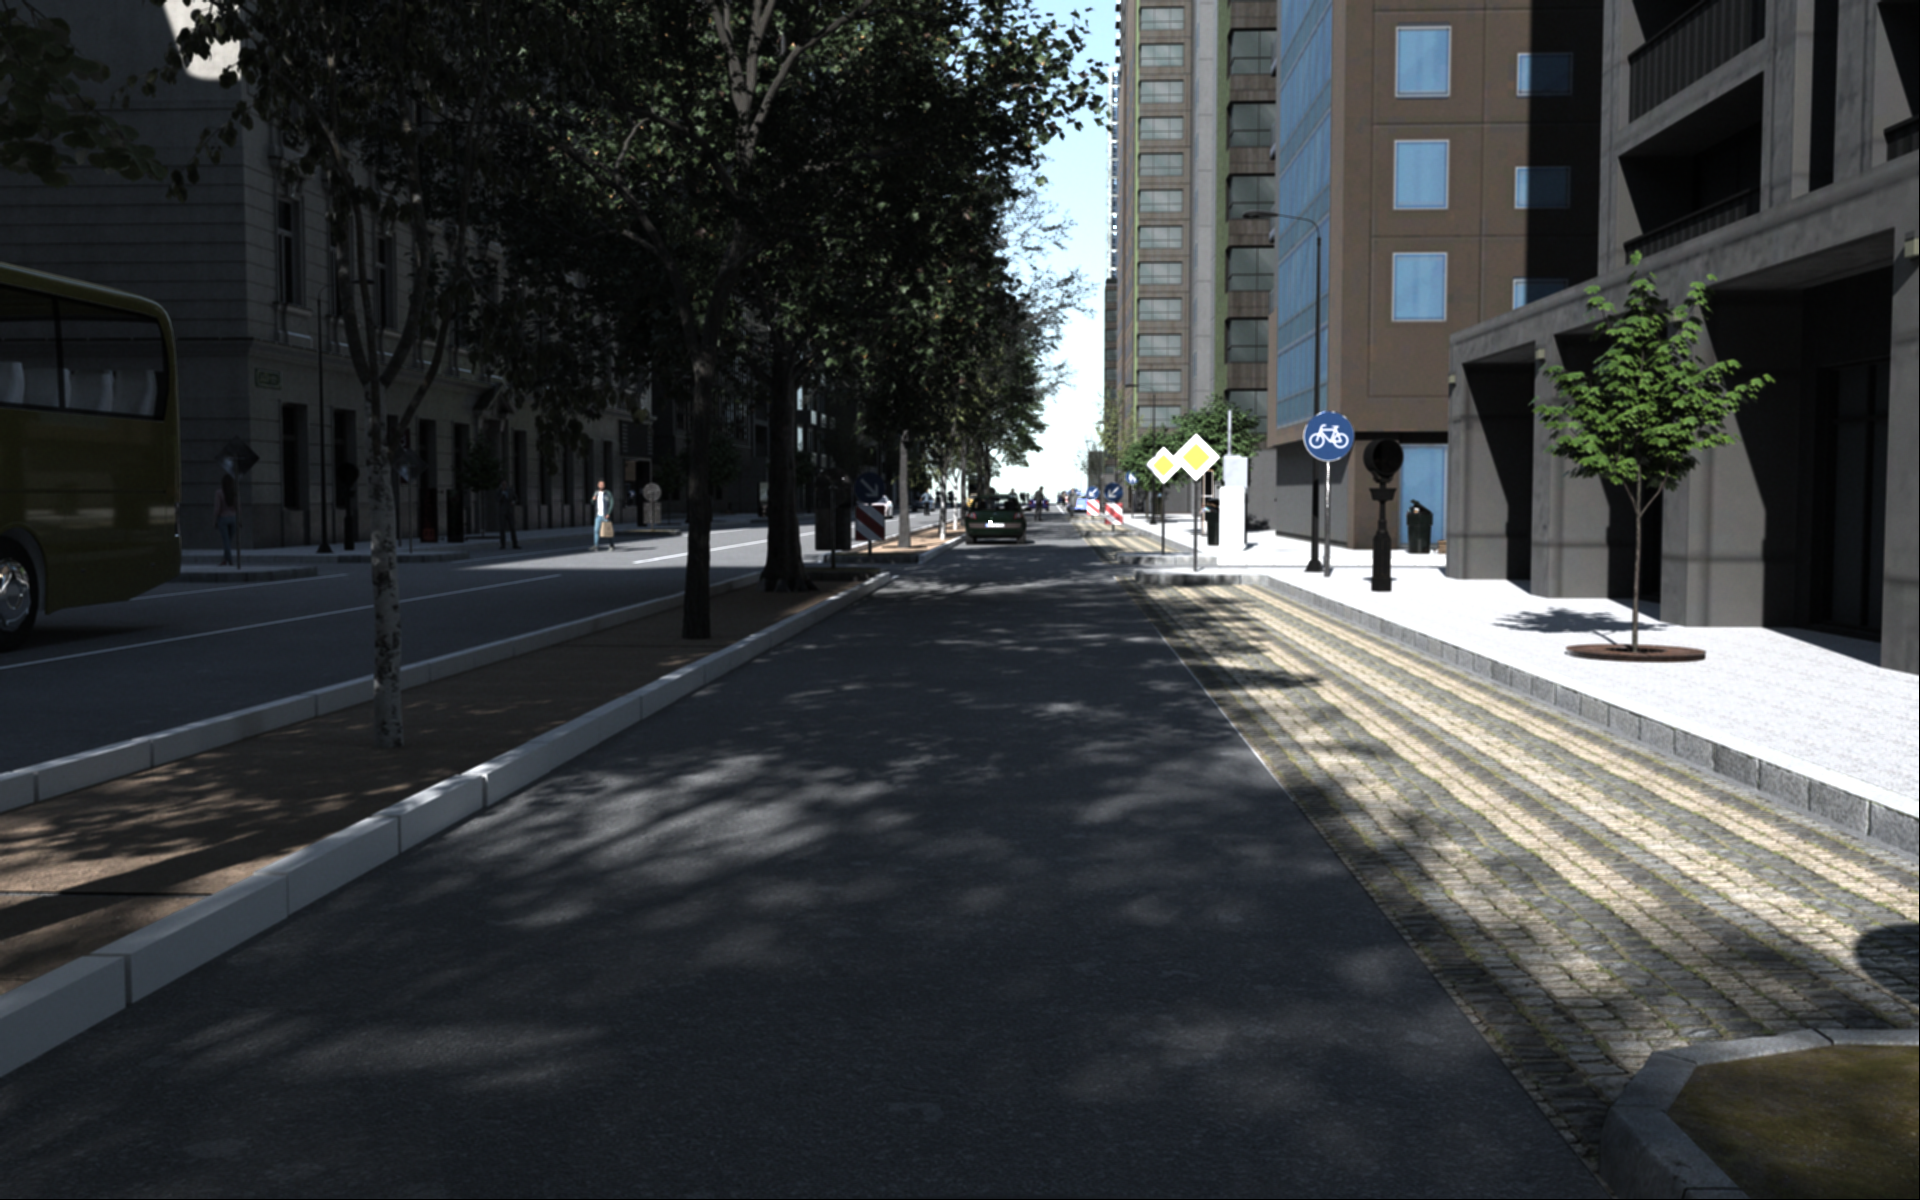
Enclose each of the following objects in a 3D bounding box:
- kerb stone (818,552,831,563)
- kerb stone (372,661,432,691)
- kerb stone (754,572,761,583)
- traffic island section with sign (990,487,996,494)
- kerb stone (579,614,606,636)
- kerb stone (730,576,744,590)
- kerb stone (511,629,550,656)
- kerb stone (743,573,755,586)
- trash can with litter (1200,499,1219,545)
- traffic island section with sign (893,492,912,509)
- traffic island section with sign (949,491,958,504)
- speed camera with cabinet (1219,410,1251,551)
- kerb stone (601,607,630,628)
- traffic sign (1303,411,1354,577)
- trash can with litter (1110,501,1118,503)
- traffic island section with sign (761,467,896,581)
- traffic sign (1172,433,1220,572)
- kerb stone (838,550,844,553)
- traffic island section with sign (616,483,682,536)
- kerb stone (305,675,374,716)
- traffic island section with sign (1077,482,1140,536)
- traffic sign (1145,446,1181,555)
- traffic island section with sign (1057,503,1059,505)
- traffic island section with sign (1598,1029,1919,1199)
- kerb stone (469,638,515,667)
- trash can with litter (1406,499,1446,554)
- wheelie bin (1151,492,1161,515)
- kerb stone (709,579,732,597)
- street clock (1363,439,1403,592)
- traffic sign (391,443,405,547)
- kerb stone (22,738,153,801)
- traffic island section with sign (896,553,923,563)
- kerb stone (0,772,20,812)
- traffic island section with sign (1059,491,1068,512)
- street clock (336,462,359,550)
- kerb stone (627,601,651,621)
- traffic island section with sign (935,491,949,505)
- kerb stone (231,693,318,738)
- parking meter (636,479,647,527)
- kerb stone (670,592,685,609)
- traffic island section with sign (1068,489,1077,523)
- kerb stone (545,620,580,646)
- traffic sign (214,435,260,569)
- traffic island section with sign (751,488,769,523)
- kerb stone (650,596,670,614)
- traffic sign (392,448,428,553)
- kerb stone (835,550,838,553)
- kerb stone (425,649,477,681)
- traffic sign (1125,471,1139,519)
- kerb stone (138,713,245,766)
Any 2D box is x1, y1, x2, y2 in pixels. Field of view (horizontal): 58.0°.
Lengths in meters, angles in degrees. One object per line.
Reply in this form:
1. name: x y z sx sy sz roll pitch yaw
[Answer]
1. kerb stone: -2.881 -0.889 36.734 0.120 0.150 1.000 0 4 3
2. kerb stone: -4.107 0.586 12.622 0.120 0.150 1.000 0 4 3
3. kerb stone: -3.333 -0.355 28.007 0.120 0.150 1.000 0 4 3
4. traffic island section with sign: 1.948 -6.333 111.673 2.006 1.907 1.989 0 4 3
5. kerb stone: -3.839 0.274 17.758 0.120 0.150 1.000 0 4 3
6. kerb stone: -3.425 -0.230 25.961 0.120 0.150 1.000 0 4 3
7. kerb stone: -3.941 0.397 15.702 0.120 0.150 1.000 0 4 3
8. kerb stone: -3.371 -0.293 26.984 0.120 0.150 1.000 0 4 3
9. trash can with litter: 6.551 -1.965 43.515 0.624 1.170 1.055 3 5 43
10. traffic island section with sign: -5.492 -9.523 164.335 1.989 1.847 2.006 0 4 3
11. traffic island section with sign: -1.361 -14.525 246.106 1.989 1.847 2.006 0 4 3
12. speed camera with cabinet: 6.390 -2.805 40.195 0.660 3.252 2.038 1 4 13
13. kerb stone: -3.788 0.209 18.783 0.120 0.150 1.000 0 4 3
14. traffic sign: 5.684 -1.630 26.758 0.768 2.556 0.104 1 4 10
15. trash can with litter: 9.883 -6.014 109.710 0.624 1.170 1.055 -1 4 -15
16. traffic island section with sign: -2.221 -1.290 29.232 2.006 1.907 1.989 0 4 3
17. traffic sign: 3.891 -1.527 28.608 0.795 2.450 0.064 0 4 3
18. kerb stone: -2.773 -1.011 38.780 0.120 0.150 1.000 0 4 3
19. traffic island section with sign: -10.760 -3.152 60.159 1.989 1.847 2.006 0 4 3
20. kerb stone: -4.151 0.648 11.599 0.120 0.150 1.000 0 4 3
21. traffic island section with sign: 5.144 -3.114 59.546 1.989 1.847 2.006 0 4 3
22. traffic sign: 4.294 -2.015 36.582 0.795 2.450 0.064 0 4 3
23. traffic island section with sign: 10.414 -9.474 163.525 1.989 1.847 2.006 0 4 3
24. traffic island section with sign: 2.308 0.338 3.097 1.989 1.847 2.006 0 4 3
25. kerb stone: -4.002 0.460 14.667 0.120 0.150 1.000 0 4 3
26. trash can with litter: 10.175 -1.592 37.415 1.055 1.170 0.624 1 4 12
27. wheelie bin: 12.019 -5.938 104.992 0.980 1.594 0.693 3 5 42
28. kerb stone: -3.476 -0.161 24.927 0.120 0.150 1.000 0 4 3
29. street clock: 5.568 -1.117 22.828 0.471 2.002 0.358 -1 4 -18
30. traffic sign: -13.622 -2.572 42.060 0.884 2.594 0.081 1 4 11
31. kerb stone: -4.304 0.836 8.526 0.120 0.150 1.000 0 4 3
32. traffic island section with sign: -1.837 -1.743 36.629 2.006 1.907 1.989 0 4 3
33. kerb stone: -4.361 0.899 7.499 0.120 0.150 1.000 0 4 3
34. traffic island section with sign: 9.046 -7.827 136.604 1.989 1.847 2.006 0 4 3
35. street clock: -13.985 -2.143 39.603 0.471 2.002 0.358 0 4 -8
36. kerb stone: -3.734 0.146 19.810 0.120 0.150 1.000 0 4 3
37. traffic island section with sign: -2.722 -12.878 219.185 1.989 1.847 2.006 0 4 3
38. kerb stone: -4.209 0.714 10.574 0.120 0.150 1.000 0 4 3
39. parking meter: -12.544 -3.821 68.192 0.399 1.863 0.255 -1 4 -17
40. kerb stone: -3.635 0.029 21.857 0.120 0.150 1.000 0 4 3
41. traffic island section with sign: 6.511 -4.761 86.467 1.989 1.847 2.006 0 4 3
42. kerb stone: -3.889 0.334 16.736 0.120 0.150 1.000 0 4 3
43. traffic sign: -12.281 -1.578 29.443 0.795 2.450 0.064 0 4 3
44. traffic island section with sign: -9.396 -4.798 87.080 1.989 1.847 2.006 0 4 3
45. kerb stone: -3.688 0.085 20.836 0.120 0.150 1.000 0 4 3
46. traffic sign: -11.878 -2.066 37.418 0.795 2.450 0.064 0 4 3
47. kerb stone: -2.832 -0.951 37.754 0.120 0.150 1.000 0 4 3
48. kerb stone: -4.051 0.523 13.646 0.120 0.150 1.000 0 4 3
49. traffic sign: 9.006 -5.522 90.385 0.768 2.556 0.104 1 4 12
50. kerb stone: -4.247 0.773 9.552 0.120 0.150 1.000 0 4 3
